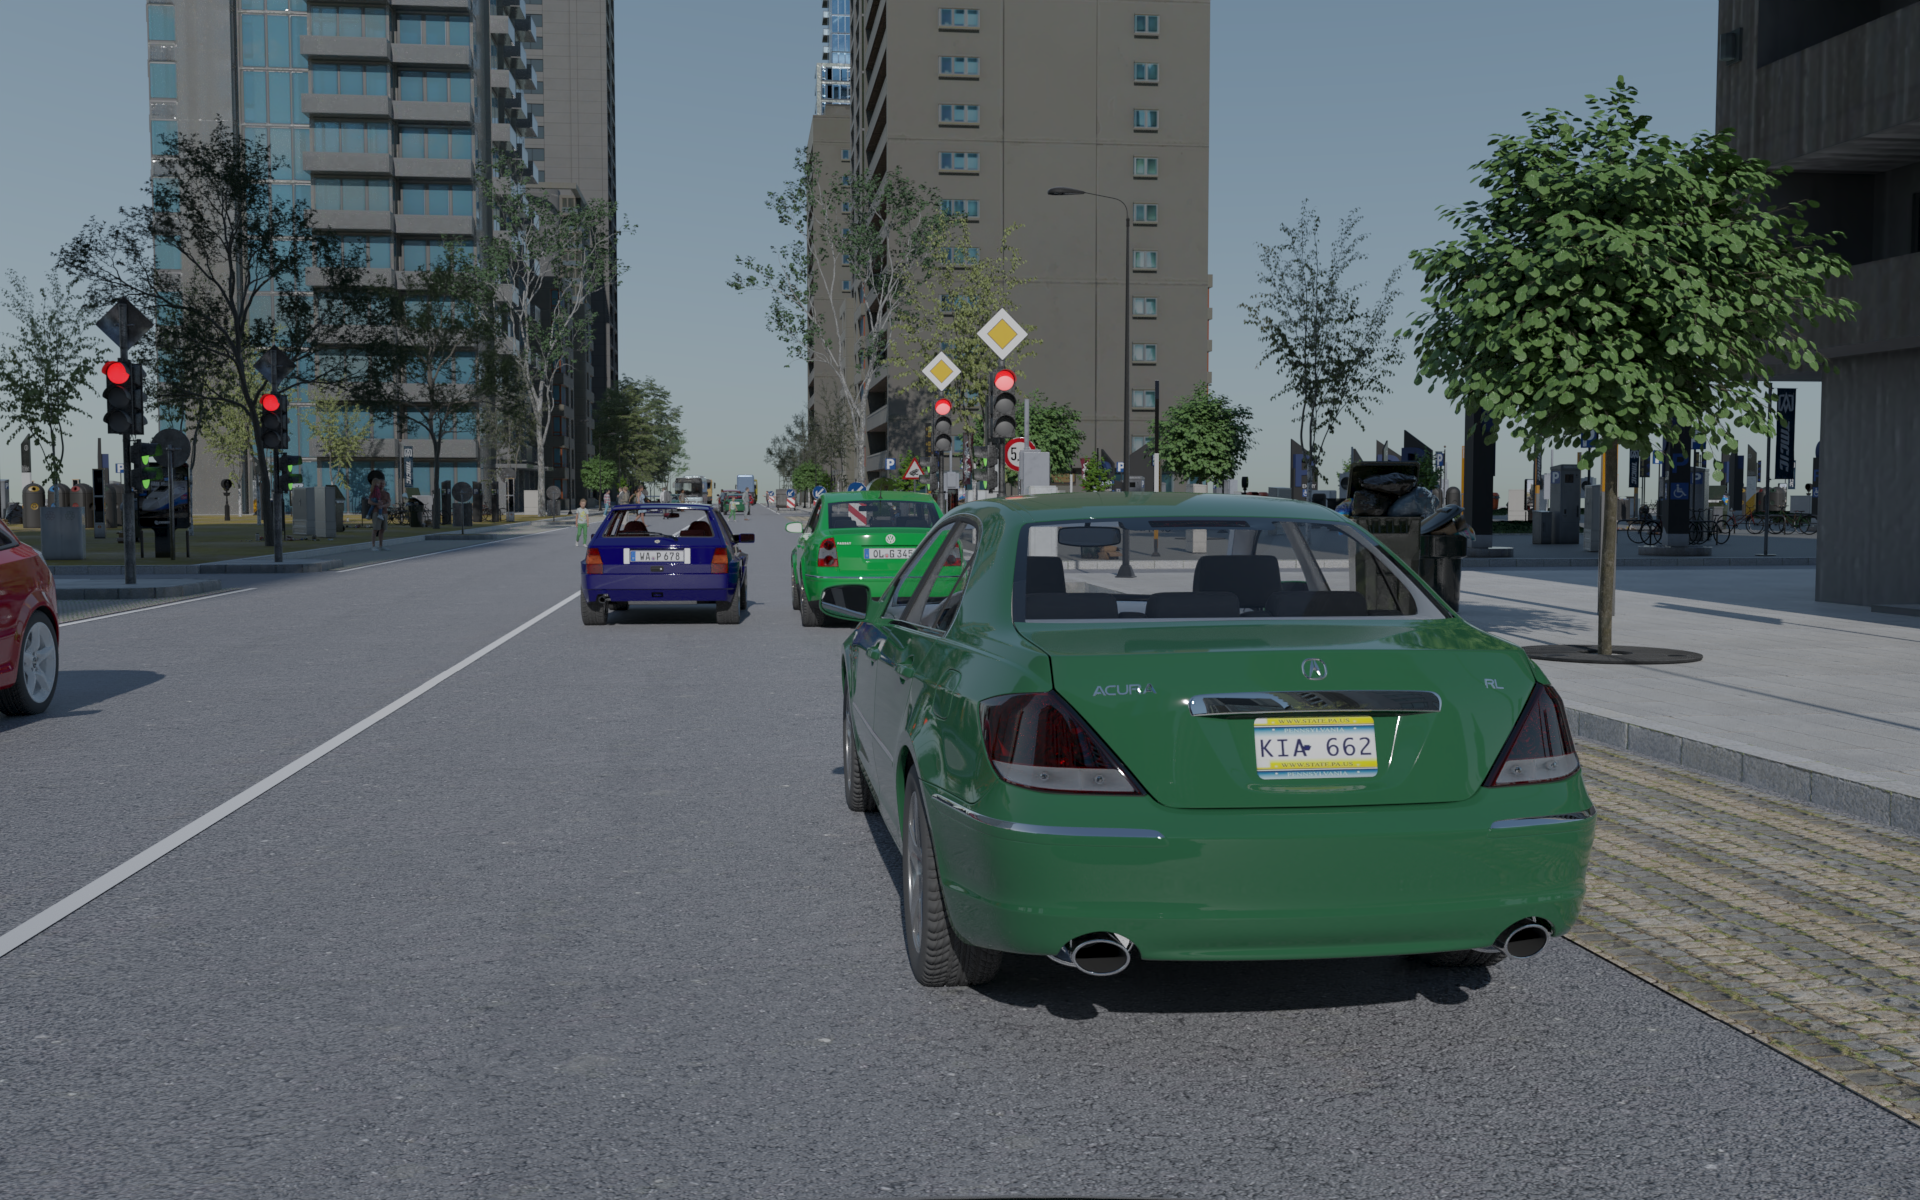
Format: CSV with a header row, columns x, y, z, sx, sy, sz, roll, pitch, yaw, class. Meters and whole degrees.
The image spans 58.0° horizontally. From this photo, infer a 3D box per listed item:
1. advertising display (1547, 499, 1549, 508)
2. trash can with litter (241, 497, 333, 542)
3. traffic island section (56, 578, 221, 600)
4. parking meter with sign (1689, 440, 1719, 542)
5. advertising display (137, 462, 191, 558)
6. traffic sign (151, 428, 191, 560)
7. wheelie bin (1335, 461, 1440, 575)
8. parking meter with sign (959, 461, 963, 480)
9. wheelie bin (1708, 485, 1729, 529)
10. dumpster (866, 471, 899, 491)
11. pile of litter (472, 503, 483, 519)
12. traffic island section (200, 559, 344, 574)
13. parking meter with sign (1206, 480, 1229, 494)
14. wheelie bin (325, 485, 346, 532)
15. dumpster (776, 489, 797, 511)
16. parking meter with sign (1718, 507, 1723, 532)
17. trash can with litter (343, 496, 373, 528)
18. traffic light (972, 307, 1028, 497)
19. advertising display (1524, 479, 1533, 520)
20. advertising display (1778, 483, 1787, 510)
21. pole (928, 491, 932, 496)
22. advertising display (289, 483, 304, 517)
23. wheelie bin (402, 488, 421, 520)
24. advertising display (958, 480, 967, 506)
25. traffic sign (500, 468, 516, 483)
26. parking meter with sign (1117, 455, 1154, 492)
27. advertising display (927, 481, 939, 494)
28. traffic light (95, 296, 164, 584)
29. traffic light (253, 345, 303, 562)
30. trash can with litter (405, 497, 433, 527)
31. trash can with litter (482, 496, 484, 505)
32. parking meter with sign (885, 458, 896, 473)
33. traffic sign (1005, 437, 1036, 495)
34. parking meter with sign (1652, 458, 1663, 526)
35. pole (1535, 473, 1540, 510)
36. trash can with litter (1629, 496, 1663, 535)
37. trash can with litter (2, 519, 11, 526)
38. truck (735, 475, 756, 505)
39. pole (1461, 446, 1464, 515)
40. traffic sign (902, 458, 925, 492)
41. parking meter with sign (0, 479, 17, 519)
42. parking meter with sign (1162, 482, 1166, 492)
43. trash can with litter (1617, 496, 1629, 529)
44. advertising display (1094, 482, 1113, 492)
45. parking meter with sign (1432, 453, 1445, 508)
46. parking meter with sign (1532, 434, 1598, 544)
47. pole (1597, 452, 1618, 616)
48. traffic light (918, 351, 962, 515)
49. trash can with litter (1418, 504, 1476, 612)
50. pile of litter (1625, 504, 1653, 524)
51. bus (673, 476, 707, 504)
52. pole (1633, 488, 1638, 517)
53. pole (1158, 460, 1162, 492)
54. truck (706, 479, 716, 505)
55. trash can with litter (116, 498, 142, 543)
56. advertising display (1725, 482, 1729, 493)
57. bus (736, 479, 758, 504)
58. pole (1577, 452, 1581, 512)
x,y,z,sx,sy,sz,roll,pitch,yaw,class
28.485,-4.890,85.166,0.974,1.923,0.123,-1,4,-13,advertising display
-18.477,-2.239,47.662,2.233,1.210,1.678,0,4,-6,trash can with litter
-11.889,-0.153,24.790,2.009,0.180,2.903,0,4,-7,traffic island section
20.179,-3.119,47.257,0.543,3.016,1.738,2,4,32,parking meter with sign
-16.007,-1.812,34.833,0.974,1.923,0.123,-1,4,-15,advertising display
-15.279,-2.045,33.546,0.768,2.556,0.104,0,4,-3,traffic sign
4.078,-0.528,16.539,0.980,1.594,0.693,0,4,5,wheelie bin
-0.318,-5.247,82.045,0.543,3.016,1.738,3,5,42,parking meter with sign
27.496,-3.369,62.984,0.693,1.594,0.980,-3,5,-43,wheelie bin
-3.227,-4.346,73.545,1.502,2.255,1.985,0,4,-7,dumpster
-25.695,-4.691,90.657,1.176,0.858,1.719,-3,5,-39,pile of litter
-12.889,-0.638,32.713,2.009,0.180,2.903,0,4,-7,traffic island section
13.044,-5.523,86.562,1.738,3.016,0.543,-1,4,-23,parking meter with sign
-21.212,-3.090,58.423,0.693,1.594,0.980,1,4,13,wheelie bin
-15.059,-8.674,150.037,1.865,1.857,1.264,0,4,-8,dumpster
24.668,-3.772,57.936,1.738,3.016,0.543,-1,4,-13,parking meter with sign
-22.909,-3.362,66.031,2.233,1.210,1.678,0,4,-2,trash can with litter
0.613,-2.283,26.245,0.839,4.253,0.868,0,4,-7,traffic light
24.254,-4.177,73.514,0.974,1.923,0.123,-3,5,-41,advertising display
48.313,-5.906,101.776,0.974,1.923,0.123,-3,5,-40,advertising display
-1.021,-4.063,60.273,0.158,3.312,0.155,0,3,0,pole
-37.757,-5.712,98.605,0.123,1.923,0.974,2,4,26,advertising display
-26.732,-4.683,84.468,0.980,1.594,0.693,-3,4,-36,wheelie bin
-0.138,-4.364,76.567,0.974,1.923,0.123,2,4,30,advertising display
-21.782,-5.100,83.499,0.768,2.556,0.104,0,4,-3,traffic sign
7.457,-4.733,73.648,1.738,3.016,0.543,2,4,26,parking meter with sign
-1.232,-4.942,86.009,0.974,1.923,0.123,-3,4,-37,advertising display
-11.848,-2.186,24.661,0.839,4.253,0.868,0,4,-7,traffic light
-12.848,-2.670,32.583,0.839,4.253,0.868,0,4,-7,traffic light
-20.852,-3.395,66.900,0.624,1.170,1.055,2,4,32,trash can with litter
-29.048,-5.761,105.257,1.678,1.210,2.233,-3,5,-45,trash can with litter
-3.061,-5.448,85.328,0.543,3.016,1.738,1,4,23,parking meter with sign
1.345,-2.375,38.935,0.768,2.556,0.104,0,4,2,traffic sign
27.788,-4.391,68.052,0.543,3.016,1.738,0,4,1,parking meter with sign
23.937,-4.772,71.862,0.158,3.312,0.155,0,3,0,pole
22.507,-2.698,55.176,1.678,1.210,2.233,2,4,32,trash can with litter
-38.477,-3.529,69.085,1.055,1.170,0.624,-1,4,-22,trash can with litter
-29.248,-15.040,235.663,2.967,4.110,18.799,0,4,-6,truck
21.320,-4.860,73.310,0.158,3.312,0.155,0,3,0,pole
-1.612,-3.772,61.677,0.884,2.594,0.081,0,4,1,traffic sign
-49.146,-5.656,88.731,1.738,3.016,0.543,0,4,3,parking meter with sign
12.828,-7.016,110.970,1.738,3.016,0.543,-1,4,-17,parking meter with sign
23.281,-3.117,62.019,2.233,1.210,1.678,0,4,5,trash can with litter
6.382,-4.451,77.988,0.974,1.923,0.123,-1,4,-12,advertising display
19.710,-4.739,73.735,1.738,3.016,0.543,-1,4,-16,parking meter with sign
15.524,-2.950,44.493,1.738,3.016,0.543,-2,4,-25,parking meter with sign
6.818,-1.489,18.181,0.158,3.312,0.155,0,3,0,pole
-0.387,-2.767,34.167,0.839,4.253,0.868,0,4,-7,traffic light
4.939,-0.441,18.601,1.055,1.170,0.624,-1,4,-11,trash can with litter
28.941,-3.668,73.938,1.719,0.858,1.176,-2,4,-35,pile of litter
-26.014,-10.572,167.706,2.948,3.499,13.247,0,4,-6,bus
34.891,-5.842,89.360,0.158,3.312,0.155,0,3,0,pole
7.195,-4.208,62.646,0.158,3.312,0.155,0,3,0,pole
-33.615,-14.067,225.916,3.469,3.379,9.791,-1,4,-8,truck
-21.761,-2.086,45.488,0.624,1.170,1.055,-1,4,-12,trash can with litter
41.568,-5.401,93.518,0.974,1.923,0.123,-3,5,-43,advertising display
-31.032,-15.966,252.587,2.896,3.916,12.252,-1,4,-9,bus
30.043,-5.520,84.091,0.158,3.312,0.155,0,3,0,pole
